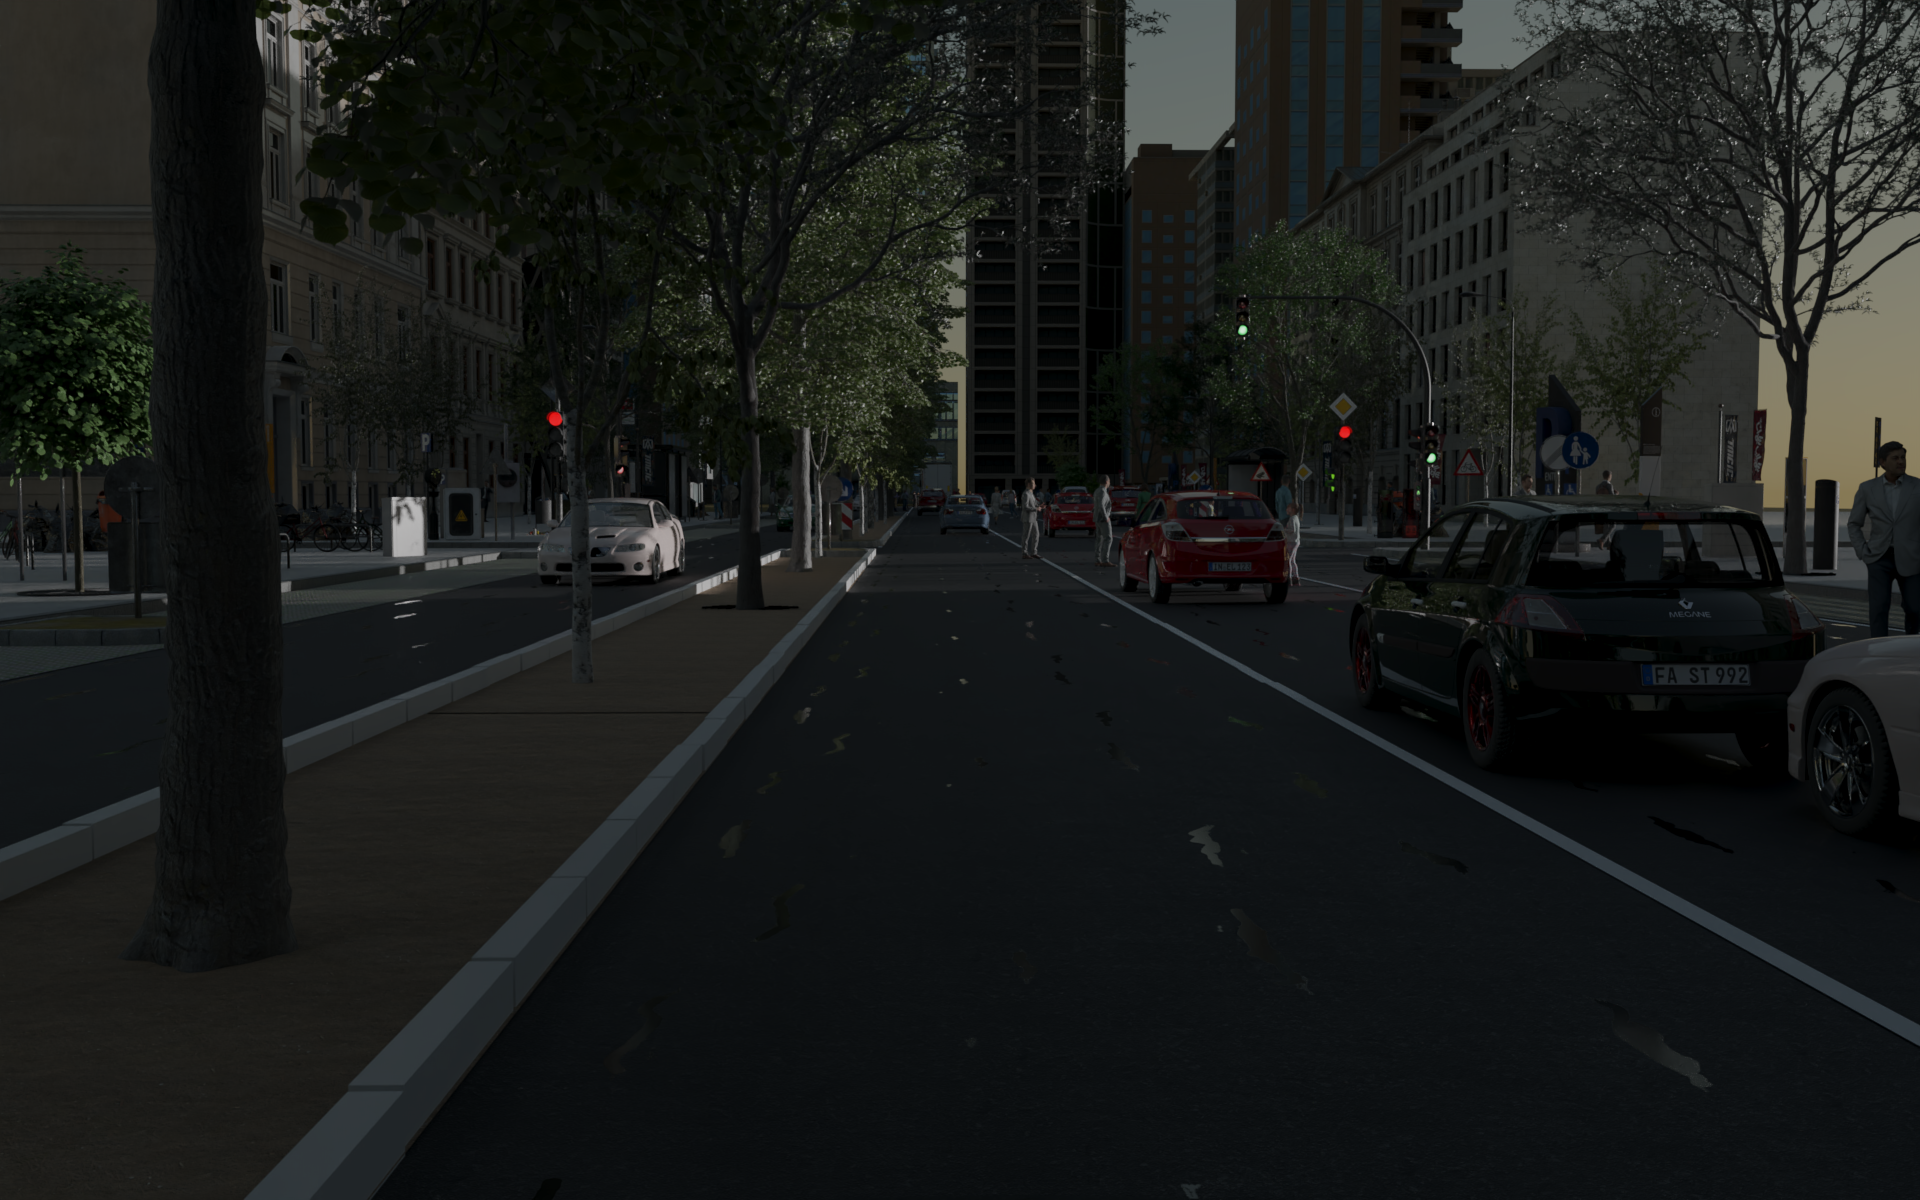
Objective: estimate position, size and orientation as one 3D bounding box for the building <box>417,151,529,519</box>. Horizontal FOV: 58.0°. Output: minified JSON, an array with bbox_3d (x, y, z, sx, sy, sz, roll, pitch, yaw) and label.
[{"bbox_3d":[-29.697,-15.430,88.437,11.583,22.565,21.152,0,4,-1],"label":"building"}]

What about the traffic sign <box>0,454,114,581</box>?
[{"bbox_3d":[-13.559,-1.936,25.529,2.265,3.308,0.079,0,4,2],"label":"traffic sign"}]

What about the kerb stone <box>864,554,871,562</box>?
[{"bbox_3d":[-1.920,-0.783,35.016,0.120,0.150,1.000,0,4,-1],"label":"kerb stone"}]

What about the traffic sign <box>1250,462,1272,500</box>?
[{"bbox_3d":[12.195,-4.293,70.199,0.884,2.594,0.081,0,4,4],"label":"traffic sign"}]

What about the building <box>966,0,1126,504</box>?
[{"bbox_3d":[11.149,-48.233,226.857,20.611,71.187,20.563,0,4,-1],"label":"building"}]

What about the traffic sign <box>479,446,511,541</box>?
[{"bbox_3d":[-12.625,-2.879,47.069,0.884,2.594,0.081,0,4,3],"label":"traffic sign"}]

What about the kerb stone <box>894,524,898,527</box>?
[{"bbox_3d":[-2.583,-2.756,67.261,0.120,0.150,1.000,0,4,-1],"label":"kerb stone"}]

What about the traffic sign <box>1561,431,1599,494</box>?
[{"bbox_3d":[12.609,-2.153,35.306,0.768,2.556,0.104,0,4,2],"label":"traffic sign"}]

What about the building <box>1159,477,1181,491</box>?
[{"bbox_3d":[37.259,-29.637,176.451,32.217,40.220,23.993,0,4,-1],"label":"building"}]

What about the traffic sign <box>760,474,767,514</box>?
[{"bbox_3d":[-12.771,-6.807,111.408,0.768,2.556,0.104,0,4,-1],"label":"traffic sign"}]

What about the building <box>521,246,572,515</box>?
[{"bbox_3d":[-32.895,-14.678,107.437,16.820,18.784,16.811,0,4,-1],"label":"building"}]

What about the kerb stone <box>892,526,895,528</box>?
[{"bbox_3d":[-2.514,-2.506,63.161,0.120,0.150,1.000,0,4,-1],"label":"kerb stone"}]

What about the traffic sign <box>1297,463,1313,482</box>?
[{"bbox_3d":[14.519,-4.494,73.203,0.795,2.593,0.064,0,4,4],"label":"traffic sign"}]

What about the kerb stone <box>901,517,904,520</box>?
[{"bbox_3d":[-2.978,-3.886,85.723,0.120,0.150,1.000,0,4,-1],"label":"kerb stone"}]

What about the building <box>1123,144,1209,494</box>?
[{"bbox_3d":[28.623,-35.133,224.527,14.200,45.320,14.600,0,4,-1],"label":"building"}]

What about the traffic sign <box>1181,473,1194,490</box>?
[{"bbox_3d":[14.046,-6.526,106.704,0.884,2.594,0.081,0,4,5],"label":"traffic sign"}]

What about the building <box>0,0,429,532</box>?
[{"bbox_3d":[-30.155,-17.232,67.640,13.634,28.700,20.117,0,4,-1],"label":"building"}]

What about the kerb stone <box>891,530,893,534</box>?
[{"bbox_3d":[-2.399,-2.190,58.025,0.120,0.150,1.000,0,4,-1],"label":"kerb stone"}]

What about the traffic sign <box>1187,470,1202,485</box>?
[{"bbox_3d":[12.892,-5.831,95.074,0.795,2.593,0.064,0,4,4],"label":"traffic sign"}]

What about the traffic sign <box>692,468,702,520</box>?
[{"bbox_3d":[-12.988,-5.252,85.968,0.768,2.556,0.104,0,4,6],"label":"traffic sign"}]

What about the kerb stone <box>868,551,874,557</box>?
[{"bbox_3d":[-1.969,-0.909,37.059,0.120,0.150,1.000,0,4,-1],"label":"kerb stone"}]

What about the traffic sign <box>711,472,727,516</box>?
[{"bbox_3d":[-13.686,-6.018,98.390,0.884,2.594,0.081,0,4,4],"label":"traffic sign"}]

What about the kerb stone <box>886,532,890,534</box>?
[{"bbox_3d":[-2.318,-1.939,53.930,0.120,0.150,1.000,0,4,-1],"label":"kerb stone"}]

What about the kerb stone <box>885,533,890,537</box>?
[{"bbox_3d":[-2.297,-1.877,52.908,0.120,0.150,1.000,0,4,-1],"label":"kerb stone"}]

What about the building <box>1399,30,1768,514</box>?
[{"bbox_3d":[27.947,-13.795,80.293,10.420,20.320,16.860,0,4,-1],"label":"building"}]

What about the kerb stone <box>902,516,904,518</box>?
[{"bbox_3d":[-3.047,-4.074,88.804,0.120,0.150,1.000,0,4,-1],"label":"kerb stone"}]

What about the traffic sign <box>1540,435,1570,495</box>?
[{"bbox_3d":[12.901,-2.283,37.435,0.768,2.556,0.104,0,4,6],"label":"traffic sign"}]

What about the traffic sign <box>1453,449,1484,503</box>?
[{"bbox_3d":[14.543,-3.034,49.607,0.884,2.594,0.081,0,4,0],"label":"traffic sign"}]

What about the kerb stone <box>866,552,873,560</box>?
[{"bbox_3d":[-1.938,-0.847,36.038,0.120,0.150,1.000,0,4,-1],"label":"kerb stone"}]

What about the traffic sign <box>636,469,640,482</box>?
[{"bbox_3d":[-15.796,-5.251,85.966,0.768,2.556,0.104,0,4,5],"label":"traffic sign"}]

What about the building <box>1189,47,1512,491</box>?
[{"bbox_3d":[37.859,-28.173,152.510,32.217,40.220,23.993,0,4,-1],"label":"building"}]

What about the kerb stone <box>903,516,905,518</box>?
[{"bbox_3d":[-3.088,-4.198,90.853,0.120,0.150,1.000,0,4,-1],"label":"kerb stone"}]

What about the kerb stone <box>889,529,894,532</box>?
[{"bbox_3d":[-2.418,-2.254,59.047,0.120,0.150,1.000,0,4,-1],"label":"kerb stone"}]

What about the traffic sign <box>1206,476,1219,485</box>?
[{"bbox_3d":[14.241,-5.998,98.073,0.884,2.594,0.081,0,4,2],"label":"traffic sign"}]

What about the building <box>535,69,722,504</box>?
[{"bbox_3d":[-42.377,-48.147,225.448,20.611,71.187,20.563,0,4,-1],"label":"building"}]

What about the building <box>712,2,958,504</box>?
[{"bbox_3d":[-15.937,-55.912,226.833,31.000,86.520,22.319,0,4,-1],"label":"building"}]

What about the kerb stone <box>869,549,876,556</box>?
[{"bbox_3d":[-1.979,-0.971,38.085,0.120,0.150,1.000,0,4,-1],"label":"kerb stone"}]

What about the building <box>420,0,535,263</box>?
[{"bbox_3d":[-34.608,-42.375,131.084,20.563,71.187,20.611,0,4,-1],"label":"building"}]

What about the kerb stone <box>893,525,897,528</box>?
[{"bbox_3d":[-2.550,-2.631,65.213,0.120,0.150,1.000,0,4,-1],"label":"kerb stone"}]

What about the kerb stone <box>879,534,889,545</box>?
[{"bbox_3d":[-2.270,-1.815,51.880,0.120,0.150,1.000,0,4,-1],"label":"kerb stone"}]

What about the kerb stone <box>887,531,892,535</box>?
[{"bbox_3d":[-2.357,-2.066,55.975,0.120,0.150,1.000,0,4,-1],"label":"kerb stone"}]

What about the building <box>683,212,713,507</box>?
[{"bbox_3d":[-33.178,-30.329,179.469,14.086,41.232,14.154,0,4,-1],"label":"building"}]

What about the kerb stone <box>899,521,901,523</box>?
[{"bbox_3d":[-2.762,-3.258,75.468,0.120,0.150,1.000,0,4,-1],"label":"kerb stone"}]

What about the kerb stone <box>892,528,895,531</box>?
[{"bbox_3d":[-2.465,-2.380,61.108,0.120,0.150,1.000,0,4,-1],"label":"kerb stone"}]

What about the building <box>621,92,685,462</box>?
[{"bbox_3d":[-31.746,-30.532,149.310,14.600,45.320,14.200,0,4,-1],"label":"building"}]

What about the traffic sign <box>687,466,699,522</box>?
[{"bbox_3d":[-12.568,-4.915,80.365,0.884,2.594,0.081,0,4,2],"label":"traffic sign"}]

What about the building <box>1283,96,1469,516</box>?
[{"bbox_3d":[28.776,-17.557,106.147,14.460,24.649,34.723,0,4,-1],"label":"building"}]

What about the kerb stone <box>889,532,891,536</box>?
[{"bbox_3d":[-2.343,-2.004,54.953,0.120,0.150,1.000,0,4,-1],"label":"kerb stone"}]

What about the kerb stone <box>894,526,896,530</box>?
[{"bbox_3d":[-2.524,-2.568,64.184,0.120,0.150,1.000,0,4,-1],"label":"kerb stone"}]

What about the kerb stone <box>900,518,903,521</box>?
[{"bbox_3d":[-2.921,-3.698,82.657,0.120,0.150,1.000,0,4,-1],"label":"kerb stone"}]

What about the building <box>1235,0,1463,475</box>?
[{"bbox_3d":[29.176,-29.541,133.109,14.600,45.320,14.200,0,4,-1],"label":"building"}]

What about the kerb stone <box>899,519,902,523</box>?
[{"bbox_3d":[-2.851,-3.509,79.571,0.120,0.150,1.000,0,4,-1],"label":"kerb stone"}]
